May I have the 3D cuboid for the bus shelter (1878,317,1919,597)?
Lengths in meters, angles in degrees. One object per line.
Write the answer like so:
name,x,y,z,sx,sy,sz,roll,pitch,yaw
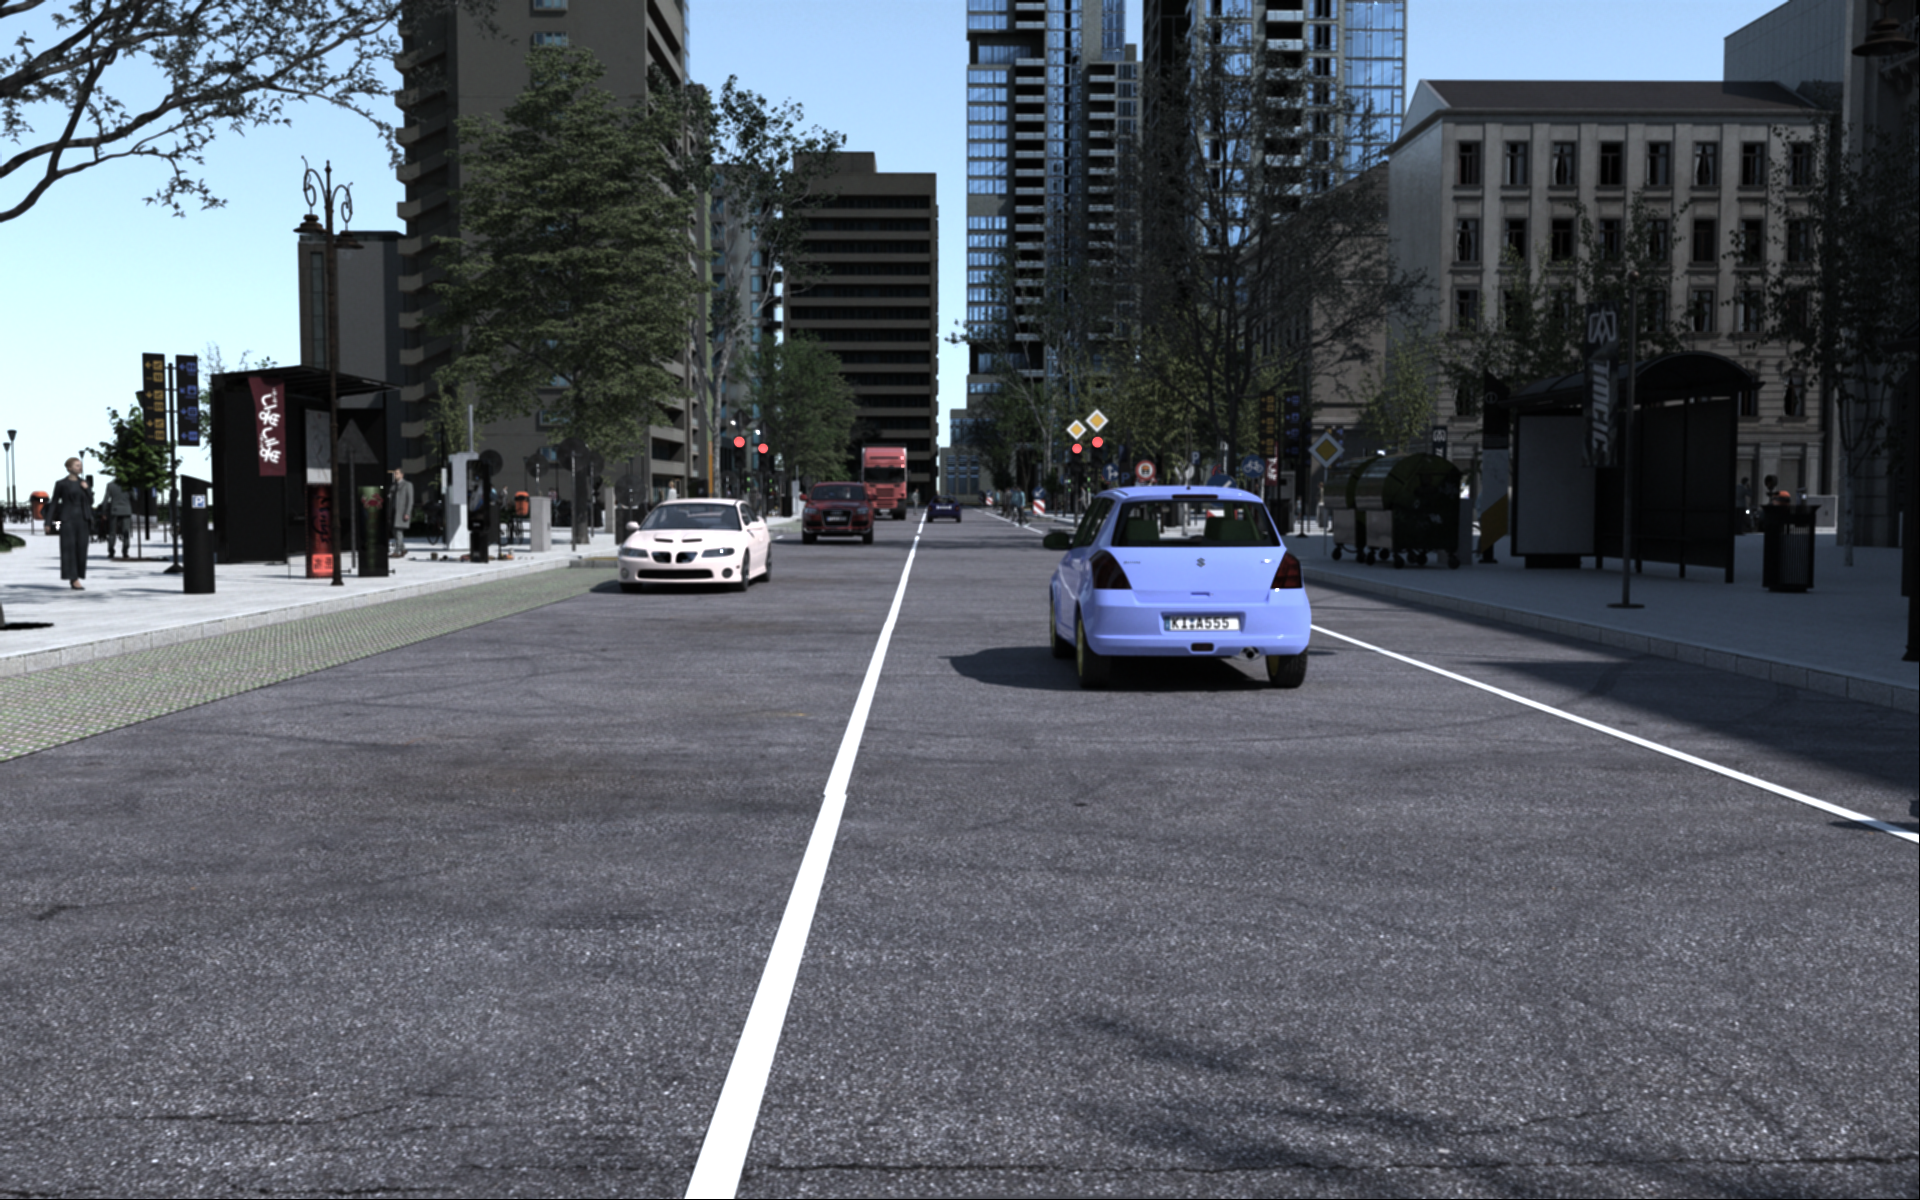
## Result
bus shelter,10.757,-1.327,15.616,2.014,3.302,5.546,0,4,-1

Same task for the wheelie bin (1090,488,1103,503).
wheelie bin,6.920,-4.862,87.394,0.980,1.594,0.693,-3,5,-44

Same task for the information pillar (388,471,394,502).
information pillar,-18.342,-3.120,55.507,0.304,2.012,0.304,2,4,31

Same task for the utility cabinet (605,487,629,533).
utility cabinet,-11.282,-2.949,56.888,0.318,1.500,1.173,1,4,14

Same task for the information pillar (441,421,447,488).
information pillar,-16.619,-3.941,55.797,0.183,3.616,0.504,0,4,-7

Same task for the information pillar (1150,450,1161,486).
information pillar,10.514,-6.173,92.278,0.504,3.616,0.183,-1,4,-12

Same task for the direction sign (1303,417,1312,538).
direction sign,10.092,-3.609,51.003,0.379,3.537,0.876,3,5,42

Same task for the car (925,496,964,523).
car,-0.789,-4.589,87.603,1.945,1.354,3.894,0,4,0

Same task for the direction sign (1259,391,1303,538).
direction sign,7.008,-2.816,38.031,0.876,3.537,0.379,0,4,8

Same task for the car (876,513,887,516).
car,-4.586,-6.239,114.010,2.014,1.417,4.499,0,4,1

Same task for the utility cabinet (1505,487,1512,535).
utility cabinet,16.547,-2.707,52.942,1.173,1.500,0.318,-1,4,-18

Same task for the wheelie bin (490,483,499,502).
wheelie bin,-12.751,-2.331,46.023,0.980,1.594,0.693,-1,4,-19

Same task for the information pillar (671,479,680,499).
information pillar,-14.297,-5.052,87.093,0.304,2.012,0.304,2,4,28

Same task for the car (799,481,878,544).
car,-3.570,-2.595,51.101,2.281,1.827,5.304,0,4,-3

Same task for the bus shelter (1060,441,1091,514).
bus shelter,7.976,-8.531,117.118,2.179,5.291,8.768,0,4,-1

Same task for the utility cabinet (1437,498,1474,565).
utility cabinet,9.092,-1.262,31.790,0.306,1.237,1.020,0,4,-5

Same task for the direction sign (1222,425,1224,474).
direction sign,8.728,-4.007,57.511,0.379,3.537,0.876,1,4,9

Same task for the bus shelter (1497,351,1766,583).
bus shelter,10.332,-2.040,27.277,2.014,3.302,5.546,0,4,-1

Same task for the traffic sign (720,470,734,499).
traffic sign,-12.377,-5.619,91.972,0.768,2.556,0.104,1,4,8

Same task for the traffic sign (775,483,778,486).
traffic sign,-12.548,-7.372,120.643,0.768,2.556,0.104,1,4,9

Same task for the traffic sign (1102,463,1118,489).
traffic sign,6.220,-4.349,71.214,0.768,2.556,0.104,1,4,8

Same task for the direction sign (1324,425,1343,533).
direction sign,12.310,-3.983,57.120,0.876,3.537,0.379,-3,4,-36

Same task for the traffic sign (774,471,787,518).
traffic sign,-9.803,-5.765,94.361,0.768,2.556,0.104,0,4,5

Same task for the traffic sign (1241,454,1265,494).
traffic sign,9.380,-3.386,55.469,0.768,2.556,0.104,0,4,1

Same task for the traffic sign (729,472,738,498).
traffic sign,-12.964,-6.082,99.441,0.884,2.594,0.081,0,4,6

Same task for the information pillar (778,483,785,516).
information pillar,-10.649,-6.033,103.132,0.304,2.012,0.304,3,5,40

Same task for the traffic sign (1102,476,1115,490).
traffic sign,7.633,-5.424,88.786,0.768,2.556,0.104,0,4,0

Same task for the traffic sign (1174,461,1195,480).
traffic sign,8.447,-3.987,65.296,0.768,2.556,0.104,0,4,3

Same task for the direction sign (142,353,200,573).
direction sign,-12.776,-2.209,28.122,0.379,3.537,0.876,3,5,42

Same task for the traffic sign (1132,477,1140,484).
traffic sign,9.391,-5.496,89.861,0.884,2.594,0.081,1,4,8

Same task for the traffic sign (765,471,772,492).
traffic sign,-10.168,-5.522,90.386,0.768,2.556,0.104,0,4,0

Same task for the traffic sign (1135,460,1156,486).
traffic sign,6.966,-3.973,65.062,0.768,2.556,0.104,0,4,4

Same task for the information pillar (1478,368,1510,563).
information pillar,9.905,-2.492,32.099,0.504,3.616,0.183,1,4,15

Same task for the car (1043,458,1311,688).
car,1.670,-0.276,14.107,1.945,1.707,3.694,0,4,-2

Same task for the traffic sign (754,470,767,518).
traffic sign,-10.040,-5.351,87.598,0.768,2.556,0.104,0,4,6

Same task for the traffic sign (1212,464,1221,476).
traffic sign,11.062,-4.484,73.421,0.768,2.556,0.104,0,4,8

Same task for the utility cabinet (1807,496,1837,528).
utility cabinet,33.200,-3.399,66.734,1.020,1.237,0.306,2,4,34

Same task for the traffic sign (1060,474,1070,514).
traffic sign,6.649,-6.650,108.834,0.768,2.556,0.104,0,4,1

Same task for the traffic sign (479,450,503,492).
traffic sign,-13.455,-3.027,49.593,0.768,2.556,0.104,1,4,8

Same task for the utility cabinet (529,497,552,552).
utility cabinet,-9.352,-1.682,38.664,0.306,1.237,1.020,0,4,-3

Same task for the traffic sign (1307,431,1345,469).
traffic sign,7.647,-2.224,36.097,0.795,2.593,0.064,0,4,0

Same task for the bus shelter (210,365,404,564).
bus shelter,-12.886,-2.651,34.627,1.731,3.624,6.357,0,4,-1

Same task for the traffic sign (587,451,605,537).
traffic sign,-10.953,-3.145,51.529,0.768,2.556,0.104,0,4,5

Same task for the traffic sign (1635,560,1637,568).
traffic sign,11.709,-1.820,29.865,0.768,2.556,0.104,0,4,4

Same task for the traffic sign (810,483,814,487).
traffic sign,-11.700,-8.204,134.238,0.768,2.556,0.104,0,4,7

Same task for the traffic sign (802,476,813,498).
traffic sign,-10.744,-7.438,121.714,0.768,2.556,0.104,0,4,0

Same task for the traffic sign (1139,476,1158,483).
traffic sign,8.635,-4.864,79.529,0.884,2.594,0.081,1,4,8

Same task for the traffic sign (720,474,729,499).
traffic sign,-12.940,-5.853,95.808,0.768,2.556,0.104,0,4,7

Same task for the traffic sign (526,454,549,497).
traffic sign,-13.289,-3.326,54.490,0.768,2.556,0.104,0,4,7

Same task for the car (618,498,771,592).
car,-4.035,-0.889,26.895,2.083,1.381,4.827,0,4,1

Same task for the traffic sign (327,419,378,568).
traffic sign,-10.504,-1.831,29.946,0.884,2.594,0.081,0,4,0

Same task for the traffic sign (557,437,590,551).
traffic sign,-8.670,-2.368,38.819,0.768,2.556,0.104,0,4,7
